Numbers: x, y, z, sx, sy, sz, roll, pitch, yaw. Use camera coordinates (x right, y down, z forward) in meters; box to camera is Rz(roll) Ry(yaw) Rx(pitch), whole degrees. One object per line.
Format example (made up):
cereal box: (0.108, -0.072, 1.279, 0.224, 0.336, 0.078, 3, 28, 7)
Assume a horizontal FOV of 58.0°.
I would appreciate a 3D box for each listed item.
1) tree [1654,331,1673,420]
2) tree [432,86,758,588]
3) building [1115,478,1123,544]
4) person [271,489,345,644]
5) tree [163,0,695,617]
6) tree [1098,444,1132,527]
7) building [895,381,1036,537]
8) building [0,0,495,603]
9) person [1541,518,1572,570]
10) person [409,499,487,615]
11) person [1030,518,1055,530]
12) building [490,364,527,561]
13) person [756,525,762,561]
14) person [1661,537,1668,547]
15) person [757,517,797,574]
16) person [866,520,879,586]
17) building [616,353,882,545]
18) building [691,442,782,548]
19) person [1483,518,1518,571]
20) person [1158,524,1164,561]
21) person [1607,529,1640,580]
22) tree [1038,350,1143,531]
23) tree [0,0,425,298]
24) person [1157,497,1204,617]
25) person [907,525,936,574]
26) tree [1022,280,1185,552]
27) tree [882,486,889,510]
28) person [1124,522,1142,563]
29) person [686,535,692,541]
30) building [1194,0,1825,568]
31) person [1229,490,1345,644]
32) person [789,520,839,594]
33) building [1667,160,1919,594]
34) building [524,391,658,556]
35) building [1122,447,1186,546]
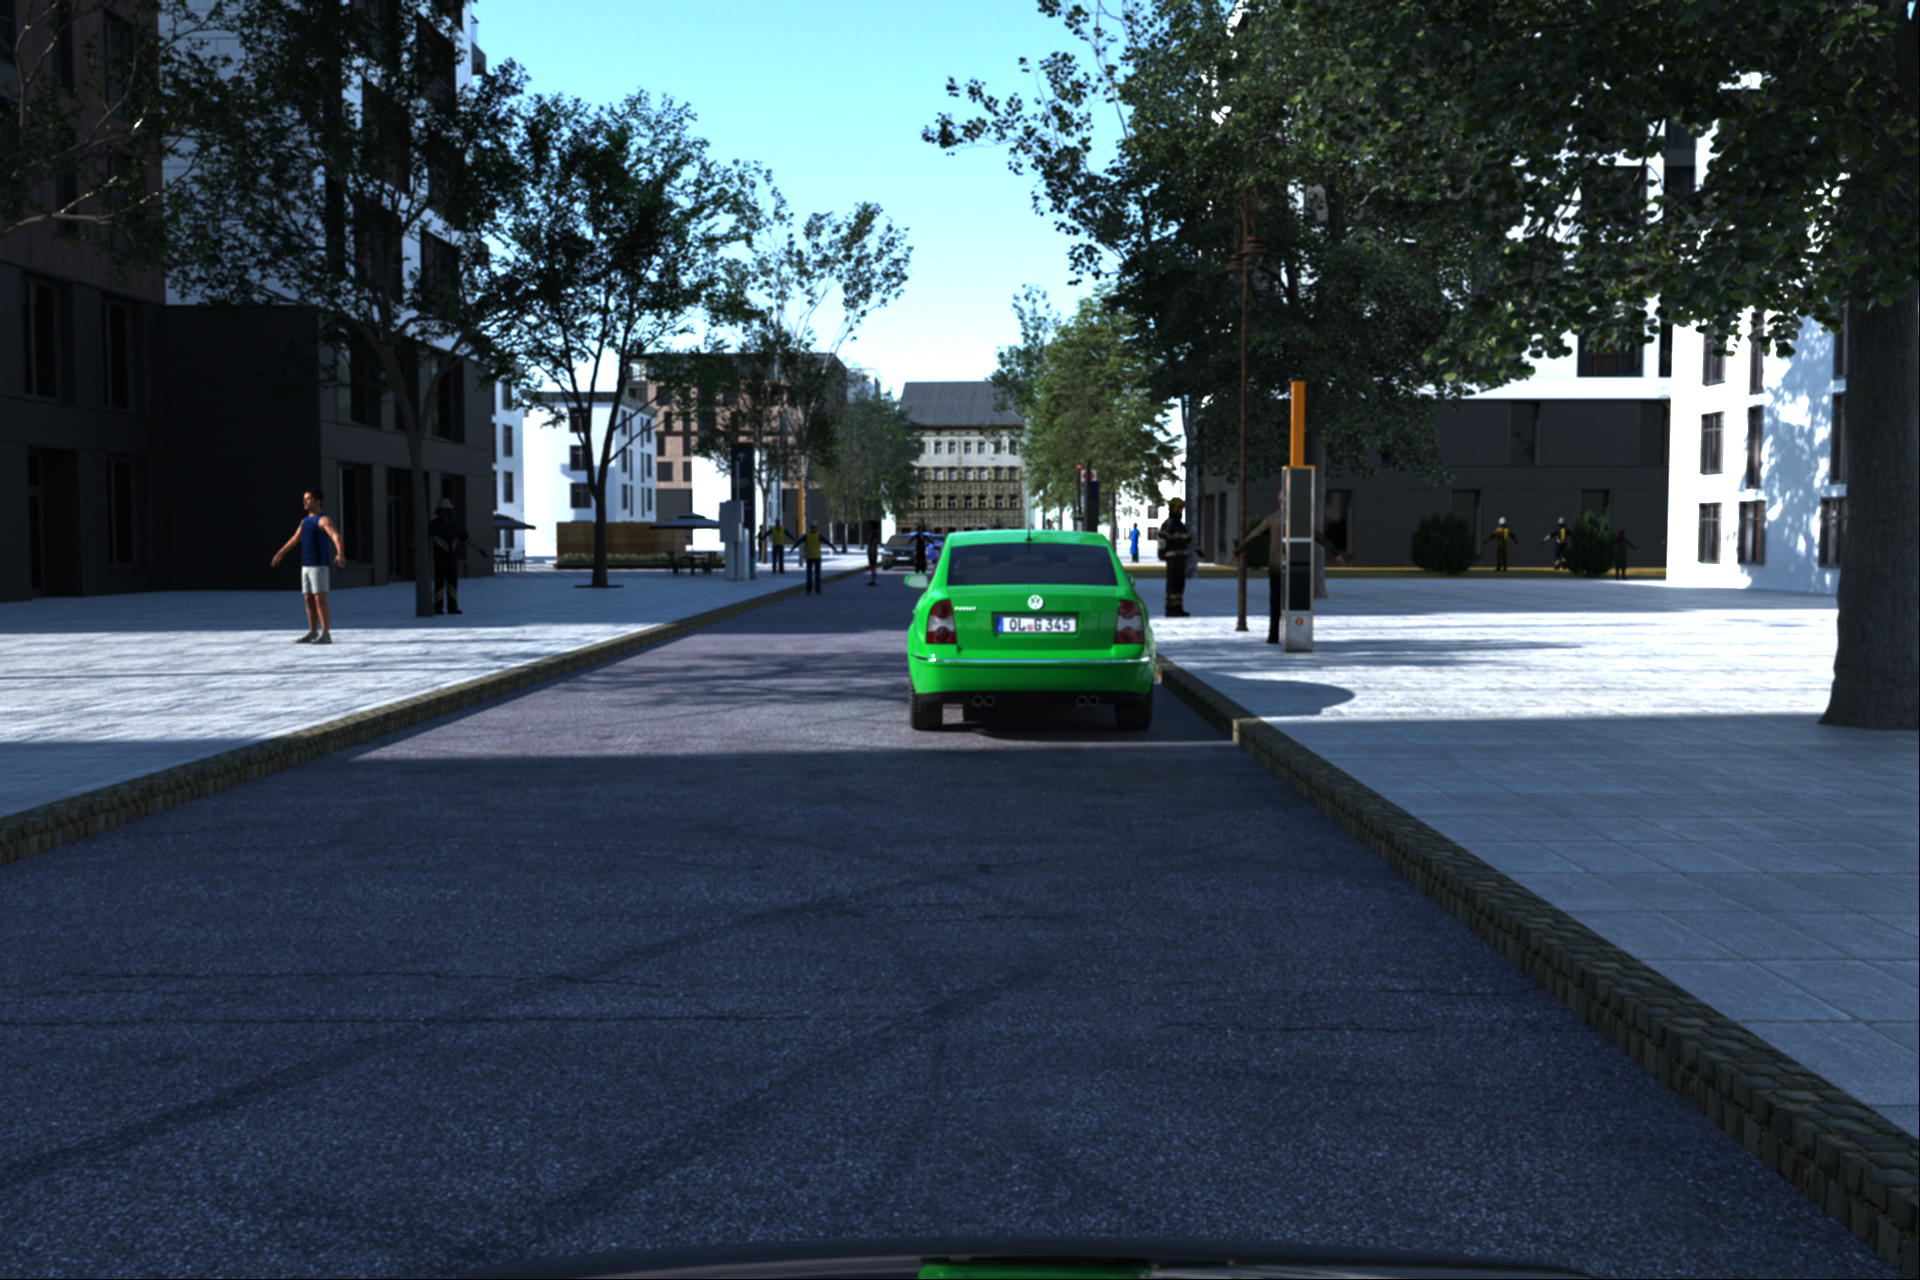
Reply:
tree: (25.180, -6.614, 58.506, 4.360, 8.622, 3.978, 0, 3, 0)
tree: (-8.654, -7.057, 41.145, 9.928, 11.665, 9.643, 0, 3, 0)
building: (24.664, -16.801, 216.841, 9.099, 9.664, 28.070, 0, 4, 0)
person: (-7.569, -0.862, 20.267, 1.345, 1.807, 0.704, 2, 4, 35)
tree: (-8.311, -5.655, 26.879, 8.767, 10.594, 7.601, 0, 4, -7)
tree: (22.237, -20.457, 241.120, 9.857, 13.997, 8.962, 0, 3, 0)
building: (1.122, -25.294, 246.948, 18.063, 23.208, 19.493, 0, 4, 7)
building: (-28.308, -11.769, 36.392, 27.936, 21.610, 32.646, 0, 4, 0)
person: (21.606, -3.454, 62.260, 1.354, 1.856, 0.705, 0, 4, 3)
person: (-8.214, -1.334, 27.680, 0.704, 1.845, 1.351, 3, 5, 43)
person: (2.381, -2.588, 49.164, 0.742, 1.727, 0.445, -1, 4, -14)
building: (-26.153, -8.817, 86.303, 9.099, 9.664, 28.070, 0, 4, 1)
person: (-9.682, -4.706, 83.672, 0.721, 1.740, 1.216, 1, 4, 17)
person: (20.633, -2.675, 49.875, 0.704, 1.812, 1.346, 0, 4, -6)
person: (-5.859, -3.047, 55.787, 1.349, 1.833, 0.705, -1, 4, -13)
person: (-2.456, -2.429, 48.318, 0.704, 1.843, 1.345, 0, 4, -6)
building: (-24.465, -22.474, 211.417, 27.936, 21.610, 32.646, 0, 4, 1)
building: (-22.045, -14.024, 171.444, 9.099, 9.664, 28.070, 0, 3, 0)
person: (18.951, -3.352, 60.577, 1.354, 1.858, 0.705, -1, 4, -15)
person: (9.690, -4.696, 83.006, 0.704, 1.802, 1.346, 0, 4, 0)
person: (18.569, -2.405, 48.541, 0.599, 1.438, 0.989, -3, 4, -38)
tree: (4.864, -7.276, 69.332, 4.360, 8.622, 3.978, 0, 3, 0)
tree: (-9.105, -4.944, 15.244, 8.767, 10.594, 7.601, -2, 4, -33)
person: (3.365, -1.287, 26.807, 0.704, 1.858, 1.351, 3, 4, 36)
person: (-1.362, -3.205, 61.583, 1.216, 1.740, 0.721, -2, 4, -30)
tree: (6.516, -9.778, 77.993, 7.486, 12.596, 7.792, 0, 3, 0)
tree: (-11.240, -18.190, 247.760, 4.360, 8.622, 3.978, 0, 3, 0)
person: (7.755, -4.339, 77.070, 0.704, 1.817, 1.347, -2, 4, -29)
person: (-12.994, -4.489, 79.661, 1.348, 1.796, 0.705, -2, 4, -24)
building: (24.628, -14.531, 81.551, 27.936, 21.610, 32.646, 0, 4, 0)
person: (3.805, -0.859, 20.229, 1.348, 1.807, 0.705, 1, 4, 15)
person: (-3.496, -1.988, 41.430, 1.216, 1.772, 0.721, 0, 4, 1)
building: (23.070, -5.476, 31.683, 9.099, 9.664, 28.070, 0, 4, 0)
building: (-24.792, -10.635, 116.029, 9.099, 9.664, 28.070, 0, 4, 0)
building: (22.451, -14.559, 180.183, 9.099, 9.664, 28.070, 0, 4, 1)
